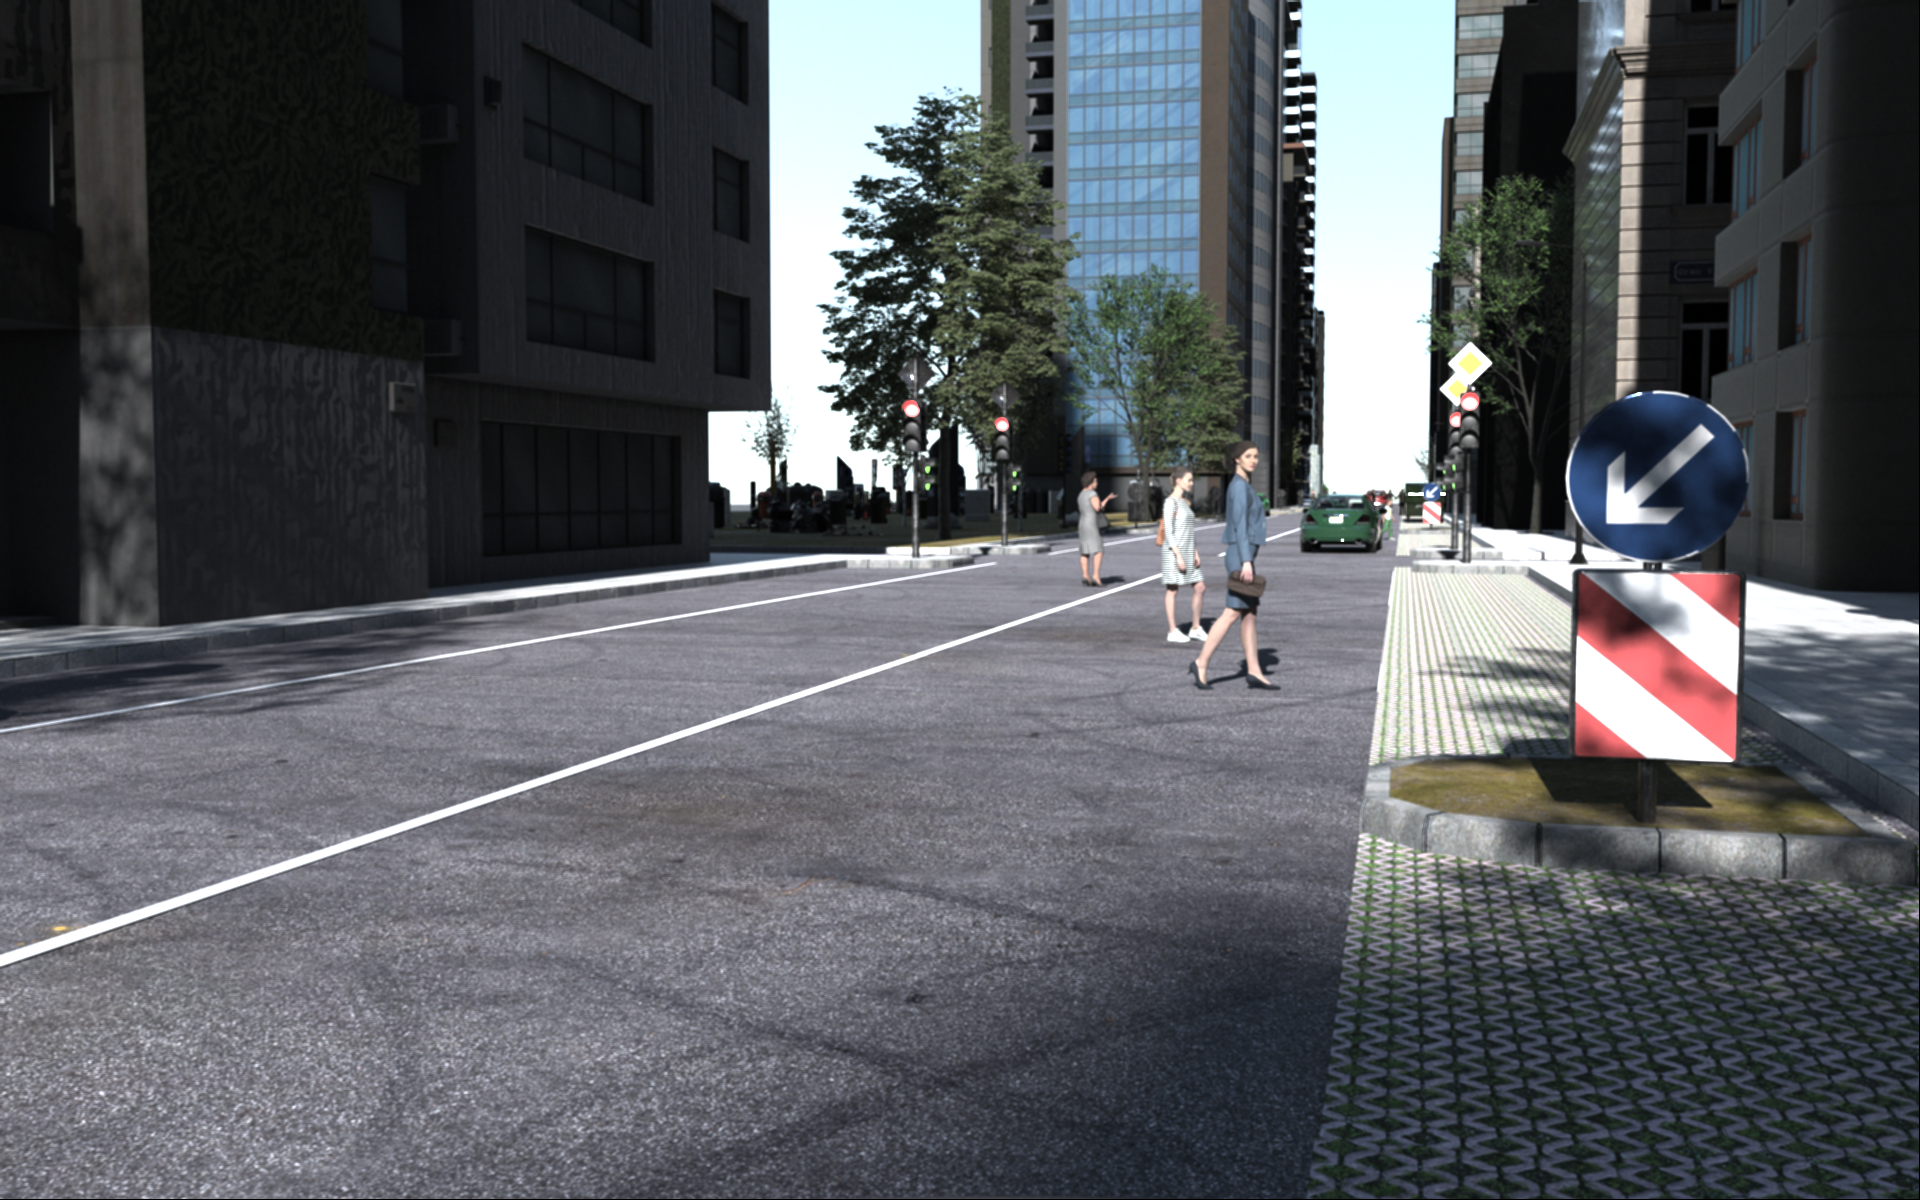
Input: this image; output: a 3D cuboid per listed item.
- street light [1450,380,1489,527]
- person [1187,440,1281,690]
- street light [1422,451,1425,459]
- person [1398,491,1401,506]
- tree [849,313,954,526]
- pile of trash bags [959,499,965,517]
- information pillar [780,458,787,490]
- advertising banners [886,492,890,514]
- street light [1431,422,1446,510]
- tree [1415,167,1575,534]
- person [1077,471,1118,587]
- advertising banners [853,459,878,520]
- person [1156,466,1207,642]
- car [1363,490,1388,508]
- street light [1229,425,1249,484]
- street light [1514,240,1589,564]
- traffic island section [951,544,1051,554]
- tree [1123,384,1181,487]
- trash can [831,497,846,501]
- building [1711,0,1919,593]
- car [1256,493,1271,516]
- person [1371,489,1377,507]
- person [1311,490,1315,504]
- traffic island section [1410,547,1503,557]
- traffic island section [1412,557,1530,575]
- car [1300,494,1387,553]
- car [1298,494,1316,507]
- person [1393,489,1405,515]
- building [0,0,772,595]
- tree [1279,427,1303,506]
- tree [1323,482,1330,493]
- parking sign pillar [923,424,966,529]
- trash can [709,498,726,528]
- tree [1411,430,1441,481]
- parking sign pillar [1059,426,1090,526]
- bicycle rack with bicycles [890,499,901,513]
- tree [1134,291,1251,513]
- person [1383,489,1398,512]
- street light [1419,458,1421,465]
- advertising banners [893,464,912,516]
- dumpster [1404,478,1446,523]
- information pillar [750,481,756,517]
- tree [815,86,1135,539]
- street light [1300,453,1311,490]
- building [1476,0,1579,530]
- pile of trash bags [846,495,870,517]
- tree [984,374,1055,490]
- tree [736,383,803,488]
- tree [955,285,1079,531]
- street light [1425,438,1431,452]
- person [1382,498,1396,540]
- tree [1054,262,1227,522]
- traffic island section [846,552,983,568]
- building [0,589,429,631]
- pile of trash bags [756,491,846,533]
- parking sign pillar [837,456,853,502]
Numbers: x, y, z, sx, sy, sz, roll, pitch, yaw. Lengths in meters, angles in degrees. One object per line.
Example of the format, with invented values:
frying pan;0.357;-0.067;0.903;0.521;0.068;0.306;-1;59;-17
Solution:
street light;20.302;-5.877;68.632;1.470;5.913;1.316;1;4;14
person;2.020;-0.254;12.681;0.654;1.822;0.581;2;4;23
street light;50.545;-13.062;186.102;1.470;5.913;1.316;1;4;14
person;53.137;-12.250;208.796;0.705;1.822;1.348;-1;4;-17
tree;-2.335;-7.284;69.459;4.360;8.622;3.978;0;3;0
pile of trash bags;0.024;-5.898;106.176;1.912;1.369;3.447;-2;4;-24
information pillar;-11.402;-7.392;112.217;0.504;3.616;0.183;-3;4;-38
advertising banners;-4.680;-7.001;110.655;2.074;3.025;0.090;-3;5;-43
street light;31.446;-8.549;112.311;1.470;5.913;1.316;1;4;14
tree;18.567;-7.938;55.537;9.928;11.665;9.643;0;3;0
person;2.138;-1.096;26.785;0.532;1.782;0.716;-2;4;-24
advertising banners;-4.693;-5.502;86.144;0.090;3.025;2.074;-3;4;-38
person;2.142;-0.448;16.831;0.522;1.701;0.512;2;4;34
car;36.235;-8.687;150.701;2.281;1.827;5.304;1;4;15
street light;18.743;-8.828;116.886;1.470;5.913;1.316;1;4;14
street light;10.832;-3.621;31.752;1.470;5.913;1.316;1;4;14
traffic island section;1.077;-1.244;42.619;2.009;0.180;2.903;1;4;14
tree;12.113;-9.714;109.185;4.360;8.622;3.978;0;3;0
trash can;-5.947;-4.469;84.714;0.748;1.137;0.748;0;3;0
building;23.383;-10.299;13.431;27.650;21.520;28.899;1;4;14
car;18.607;-6.169;109.653;1.959;1.807;4.718;1;4;16
person;32.049;-7.684;134.138;0.705;1.822;1.348;2;4;30
person;31.656;-8.912;154.741;0.617;1.759;0.750;-2;4;-31
traffic island section;11.433;-1.082;39.967;2.009;0.180;2.903;1;4;14
traffic island section;9.448;-0.609;32.231;2.009;0.180;2.903;1;4;14
car;9.673;-1.955;43.769;2.131;1.459;4.920;1;4;16
car;34.658;-9.822;172.589;2.014;1.417;4.499;1;4;14
person;30.431;-6.758;119.126;1.348;1.807;0.705;-1;4;-11
building;-11.331;-15.827;30.474;14.107;30.474;14.160;1;4;14
tree;35.660;-14.638;189.688;4.737;8.622;4.395;0;3;0
tree;56.948;-16.877;270.547;1.663;3.219;1.824;0;3;0
parking sign pillar;-0.639;-4.635;64.254;1.447;3.967;1.447;3;5;42
trash can;-9.149;-3.268;65.078;0.748;1.137;0.748;0;3;0
tree;52.701;-14.857;193.268;4.360;8.622;3.978;0;3;0
parking sign pillar;4.708;-4.965;69.657;1.447;3.967;1.447;-2;4;-28
bicycle rack with bicycles;-4.141;-6.280;116.065;2.925;0.926;2.852;-1;4;-17
tree;12.768;-10.959;97.310;7.486;12.596;7.792;0;3;0
person;34.427;-7.948;138.590;1.348;1.807;0.705;3;5;42
street light;60.281;-15.399;224.317;1.470;5.913;1.316;1;4;14
advertising banners;-2.994;-6.440;101.489;0.090;3.025;2.074;3;5;43
dumpster;23.062;-4.951;85.894;1.985;2.255;1.502;1;4;15
information pillar;-11.832;-5.783;99.047;0.304;2.012;0.304;-1;4;-11
tree;-0.028;-7.991;48.781;7.486;12.596;7.792;0;3;0
street light;39.353;-13.756;197.445;1.470;5.913;1.316;1;4;14
building;27.190;-14.571;67.916;12.332;23.373;15.834;1;4;14
pile of trash bags;-6.045;-5.431;98.549;1.912;1.369;3.447;-2;4;-33
tree;3.564;-9.234;101.331;4.737;8.622;4.395;0;3;0
tree;-11.767;-9.707;109.074;4.360;8.622;3.978;0;3;0
tree;2.076;-6.670;59.424;4.360;8.622;3.978;0;3;0
street light;39.208;-10.383;142.299;1.470;5.913;1.316;1;4;14
person;13.262;-2.514;53.845;0.590;1.304;0.306;2;4;27
tree;8.403;-9.388;79.251;9.928;11.665;9.643;0;3;0
traffic island section;-0.908;-0.771;34.884;2.009;0.180;2.903;1;4;14
building;-15.032;-14.909;15.456;14.160;30.474;14.107;1;4;14
pile of trash bags;-5.796;-2.995;58.722;1.912;1.369;3.447;-3;5;-44
parking sign pillar;-8.078;-8.159;121.877;1.447;3.967;1.447;3;4;39
